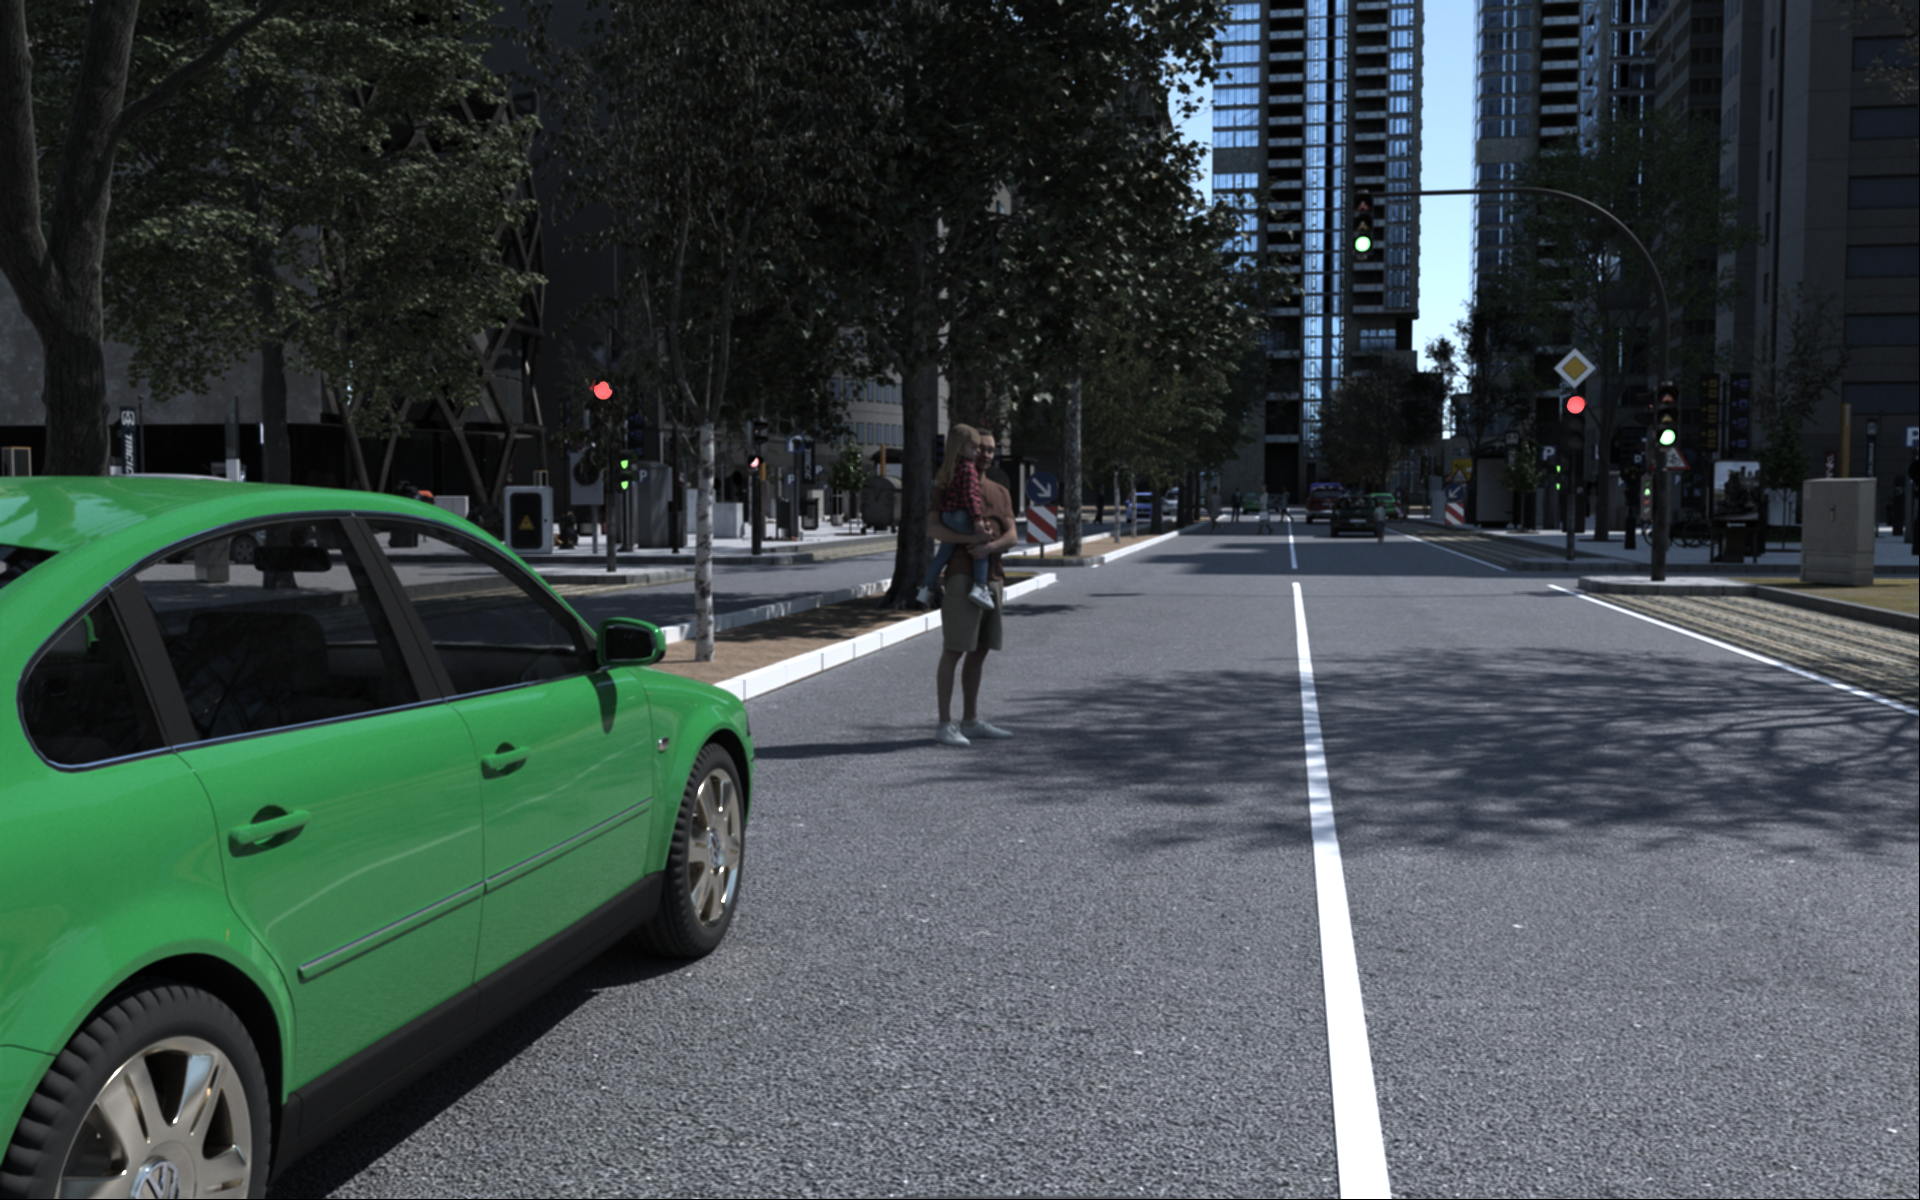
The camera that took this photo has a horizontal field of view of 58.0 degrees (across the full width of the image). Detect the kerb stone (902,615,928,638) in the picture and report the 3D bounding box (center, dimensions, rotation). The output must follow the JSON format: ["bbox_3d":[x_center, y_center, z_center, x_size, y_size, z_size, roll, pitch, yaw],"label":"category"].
[{"bbox_3d":[-0.508,0.285,17.532,0.120,0.150,1.000,1,4,11],"label":"kerb stone"}]

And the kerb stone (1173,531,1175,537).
[{"bbox_3d":[6.806,-2.087,56.310,0.120,0.150,1.000,1,4,11],"label":"kerb stone"}]

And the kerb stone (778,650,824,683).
[{"bbox_3d":[-1.269,0.532,13.492,0.120,0.150,1.000,1,4,11],"label":"kerb stone"}]

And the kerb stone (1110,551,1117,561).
[{"bbox_3d":[3.202,-0.915,37.167,0.120,0.150,1.000,1,4,11],"label":"kerb stone"}]

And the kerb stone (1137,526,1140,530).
[{"bbox_3d":[6.835,-2.786,67.786,0.120,0.150,1.000,1,4,11],"label":"kerb stone"}]

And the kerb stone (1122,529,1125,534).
[{"bbox_3d":[5.698,-2.419,61.738,0.120,0.150,1.000,1,4,11],"label":"kerb stone"}]

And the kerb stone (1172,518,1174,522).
[{"bbox_3d":[10.627,-4.021,87.945,0.120,0.150,1.000,1,4,11],"label":"kerb stone"}]

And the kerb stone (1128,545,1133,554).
[{"bbox_3d":[3.959,-1.163,41.219,0.120,0.150,1.000,1,4,11],"label":"kerb stone"}]

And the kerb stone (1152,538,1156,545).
[{"bbox_3d":[5.289,-1.593,48.256,0.120,0.150,1.000,1,4,11],"label":"kerb stone"}]

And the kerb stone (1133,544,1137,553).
[{"bbox_3d":[4.154,-1.225,42.225,0.120,0.150,1.000,1,4,11],"label":"kerb stone"}]

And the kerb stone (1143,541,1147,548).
[{"bbox_3d":[4.721,-1.401,45.243,0.120,0.150,1.000,1,4,11],"label":"kerb stone"}]

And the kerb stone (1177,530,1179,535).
[{"bbox_3d":[7.184,-2.210,58.328,0.120,0.150,1.000,1,4,11],"label":"kerb stone"}]

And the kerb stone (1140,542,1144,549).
[{"bbox_3d":[4.532,-1.348,44.238,0.120,0.150,1.000,1,4,11],"label":"kerb stone"}]

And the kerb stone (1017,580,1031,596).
[{"bbox_3d":[0.834,-0.146,24.579,0.120,0.150,1.000,1,4,11],"label":"kerb stone"}]

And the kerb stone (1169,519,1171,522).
[{"bbox_3d":[10.254,-3.895,85.931,0.120,0.150,1.000,1,4,11],"label":"kerb stone"}]

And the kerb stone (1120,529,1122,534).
[{"bbox_3d":[5.499,-2.357,60.726,0.120,0.150,1.000,1,4,11],"label":"kerb stone"}]

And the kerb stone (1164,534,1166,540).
[{"bbox_3d":[6.054,-1.839,52.287,0.120,0.150,1.000,1,4,11],"label":"kerb stone"}]

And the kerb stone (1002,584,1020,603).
[{"bbox_3d":[0.645,-0.084,23.574,0.120,0.150,1.000,1,4,11],"label":"kerb stone"}]

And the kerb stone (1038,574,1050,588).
[{"bbox_3d":[1.211,-0.269,26.588,0.120,0.150,1.000,1,4,11],"label":"kerb stone"}]

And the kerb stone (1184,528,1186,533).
[{"bbox_3d":[7.944,-2.454,62.357,0.120,0.150,1.000,1,4,11],"label":"kerb stone"}]

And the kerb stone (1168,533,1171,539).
[{"bbox_3d":[6.428,-1.963,54.297,0.120,0.150,1.000,1,4,11],"label":"kerb stone"}]

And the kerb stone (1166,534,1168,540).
[{"bbox_3d":[6.234,-1.900,53.293,0.120,0.150,1.000,1,4,11],"label":"kerb stone"}]

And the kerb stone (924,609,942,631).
[{"bbox_3d":[-0.305,0.223,18.544,0.120,0.150,1.000,1,4,11],"label":"kerb stone"}]

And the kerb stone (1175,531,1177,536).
[{"bbox_3d":[7.000,-2.147,57.323,0.120,0.150,1.000,1,4,11],"label":"kerb stone"}]

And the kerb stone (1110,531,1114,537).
[{"bbox_3d":[4.939,-2.169,57.704,0.120,0.150,1.000,1,4,11],"label":"kerb stone"}]

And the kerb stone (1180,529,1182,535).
[{"bbox_3d":[7.570,-2.333,60.336,0.120,0.150,1.000,1,4,11],"label":"kerb stone"}]

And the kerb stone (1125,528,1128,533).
[{"bbox_3d":[5.883,-2.479,62.743,0.120,0.150,1.000,1,4,11],"label":"kerb stone"}]

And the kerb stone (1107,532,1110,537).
[{"bbox_3d":[4.733,-2.110,56.695,0.120,0.150,1.000,1,4,11],"label":"kerb stone"}]

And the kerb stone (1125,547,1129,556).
[{"bbox_3d":[3.768,-1.102,40.210,0.120,0.150,1.000,1,4,11],"label":"kerb stone"}]

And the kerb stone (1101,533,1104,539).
[{"bbox_3d":[4.364,-1.987,54.684,0.120,0.150,1.000,1,4,11],"label":"kerb stone"}]

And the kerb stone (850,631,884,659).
[{"bbox_3d":[-0.878,0.413,15.505,0.120,0.150,1.000,1,4,11],"label":"kerb stone"}]

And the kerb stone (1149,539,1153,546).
[{"bbox_3d":[5.098,-1.533,47.252,0.120,0.150,1.000,1,4,11],"label":"kerb stone"}]

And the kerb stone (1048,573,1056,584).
[{"bbox_3d":[1.400,-0.327,27.594,0.120,0.150,1.000,1,4,11],"label":"kerb stone"}]

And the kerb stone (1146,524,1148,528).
[{"bbox_3d":[7.592,-3.035,71.820,0.120,0.150,1.000,1,4,11],"label":"kerb stone"}]

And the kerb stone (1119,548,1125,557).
[{"bbox_3d":[3.578,-1.040,39.193,0.120,0.150,1.000,1,4,11],"label":"kerb stone"}]

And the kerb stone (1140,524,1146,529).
[{"bbox_3d":[7.403,-2.967,70.801,0.120,0.150,1.000,1,4,11],"label":"kerb stone"}]

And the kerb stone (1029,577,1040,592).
[{"bbox_3d":[1.017,-0.205,25.585,0.120,0.150,1.000,1,4,11],"label":"kerb stone"}]

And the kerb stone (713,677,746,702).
[{"bbox_3d":[-1.643,0.657,11.473,0.120,0.150,1.000,1,4,11],"label":"kerb stone"}]

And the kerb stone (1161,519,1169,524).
[{"bbox_3d":[10.054,-3.836,84.919,0.120,0.150,1.000,1,4,11],"label":"kerb stone"}]

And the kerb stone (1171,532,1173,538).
[{"bbox_3d":[6.616,-2.025,55.304,0.120,0.150,1.000,1,4,11],"label":"kerb stone"}]

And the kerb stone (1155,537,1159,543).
[{"bbox_3d":[5.478,-1.655,49.261,0.120,0.150,1.000,1,4,11],"label":"kerb stone"}]

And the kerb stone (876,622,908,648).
[{"bbox_3d":[-0.686,0.347,16.525,0.120,0.150,1.000,1,4,11],"label":"kerb stone"}]

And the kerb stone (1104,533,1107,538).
[{"bbox_3d":[4.550,-2.049,55.689,0.120,0.150,1.000,1,4,11],"label":"kerb stone"}]

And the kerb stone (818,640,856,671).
[{"bbox_3d":[-1.072,0.471,14.498,0.120,0.150,1.000,1,4,11],"label":"kerb stone"}]

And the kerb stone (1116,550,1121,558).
[{"bbox_3d":[3.385,-0.977,38.179,0.120,0.150,1.000,1,4,11],"label":"kerb stone"}]

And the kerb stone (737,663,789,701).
[{"bbox_3d":[-1.452,0.594,12.478,0.120,0.150,1.000,1,4,11],"label":"kerb stone"}]

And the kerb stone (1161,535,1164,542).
[{"bbox_3d":[5.858,-1.779,51.283,0.120,0.150,1.000,1,4,11],"label":"kerb stone"}]

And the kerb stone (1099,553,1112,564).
[{"bbox_3d":[3.011,-0.854,36.163,0.120,0.150,1.000,1,4,11],"label":"kerb stone"}]

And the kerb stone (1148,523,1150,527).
[{"bbox_3d":[7.781,-3.097,72.826,0.120,0.150,1.000,1,4,11],"label":"kerb stone"}]

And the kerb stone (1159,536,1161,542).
[{"bbox_3d":[5.668,-1.717,50.273,0.120,0.150,1.000,1,4,11],"label":"kerb stone"}]

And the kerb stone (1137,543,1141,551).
[{"bbox_3d":[4.350,-1.287,43.231,0.120,0.150,1.000,1,4,11],"label":"kerb stone"}]

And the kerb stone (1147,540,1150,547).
[{"bbox_3d":[4.908,-1.471,46.248,0.120,0.150,1.000,1,4,11],"label":"kerb stone"}]

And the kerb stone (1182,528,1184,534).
[{"bbox_3d":[7.753,-2.390,61.346,0.120,0.150,1.000,1,4,11],"label":"kerb stone"}]

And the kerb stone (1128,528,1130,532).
[{"bbox_3d":[6.074,-2.542,63.762,0.120,0.150,1.000,1,4,11],"label":"kerb stone"}]
